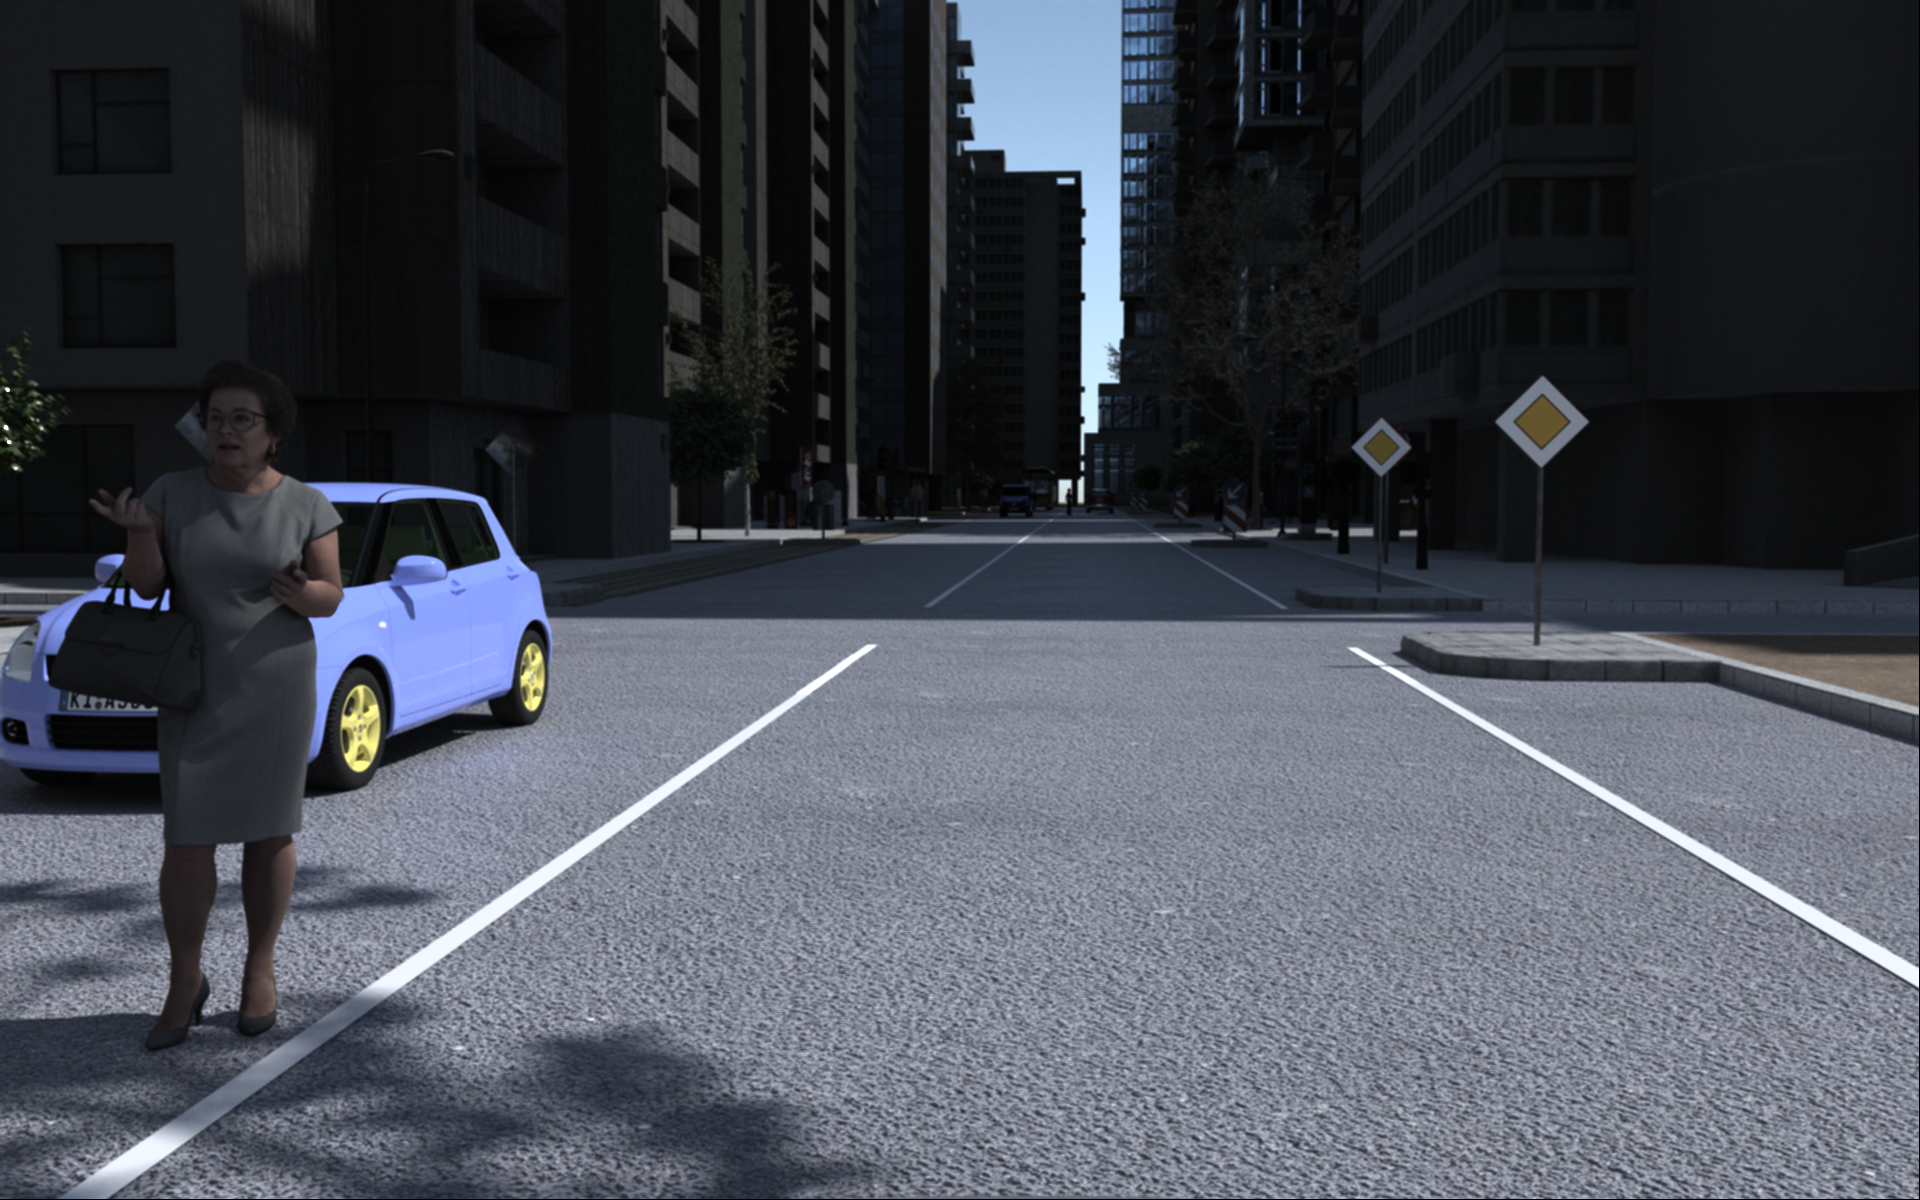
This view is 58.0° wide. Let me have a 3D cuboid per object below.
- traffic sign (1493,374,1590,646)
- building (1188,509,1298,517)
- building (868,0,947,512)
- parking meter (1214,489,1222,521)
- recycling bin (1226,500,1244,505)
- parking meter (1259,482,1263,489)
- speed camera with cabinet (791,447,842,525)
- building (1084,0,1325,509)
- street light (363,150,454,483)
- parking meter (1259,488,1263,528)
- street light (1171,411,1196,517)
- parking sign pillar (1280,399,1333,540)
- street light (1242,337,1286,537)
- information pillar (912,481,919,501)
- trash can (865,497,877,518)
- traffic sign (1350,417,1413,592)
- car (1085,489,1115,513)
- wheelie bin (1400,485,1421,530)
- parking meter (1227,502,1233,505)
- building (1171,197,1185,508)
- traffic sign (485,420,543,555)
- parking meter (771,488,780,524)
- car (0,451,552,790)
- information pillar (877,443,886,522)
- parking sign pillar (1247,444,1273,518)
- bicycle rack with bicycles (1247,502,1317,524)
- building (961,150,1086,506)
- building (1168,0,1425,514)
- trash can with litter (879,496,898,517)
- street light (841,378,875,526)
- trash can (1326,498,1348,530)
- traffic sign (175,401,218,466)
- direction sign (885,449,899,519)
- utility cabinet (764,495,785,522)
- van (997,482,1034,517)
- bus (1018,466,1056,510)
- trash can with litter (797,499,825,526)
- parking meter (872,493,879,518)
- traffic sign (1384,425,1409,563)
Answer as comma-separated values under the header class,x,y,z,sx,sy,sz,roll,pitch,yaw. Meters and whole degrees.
class,x,y,z,sx,sy,sz,roll,pitch,yaw
traffic sign,4.885,-0.671,14.614,0.795,2.450,0.064,0,4,4
building,26.497,-48.800,110.549,22.319,86.520,31.000,0,4,4
building,-8.468,-29.320,129.485,14.600,45.320,14.200,0,4,4
parking meter,12.098,-4.448,81.129,0.372,1.533,0.369,0,3,0
recycling bin,12.725,-4.136,80.182,0.722,1.027,0.722,0,4,-3
parking meter,14.138,-4.642,81.605,0.255,1.863,0.399,0,4,2
speed camera with cabinet,-6.028,-4.791,72.669,2.038,3.252,0.660,-1,4,-21
building,29.356,-53.664,190.076,31.000,86.520,22.319,0,4,4
street light,-7.527,-3.122,23.591,1.470,5.913,1.316,0,4,4
parking meter,11.173,-3.457,64.926,0.372,1.533,0.369,0,3,0
street light,12.521,-7.616,97.066,1.470,5.913,1.316,0,4,4
parking sign pillar,9.719,-3.670,48.470,1.447,3.967,1.447,0,4,7
street light,9.033,-4.818,51.322,1.470,5.913,1.316,0,4,4
information pillar,-2.412,-5.532,94.939,0.304,2.012,0.304,-2,4,-23
trash can,-4.687,-4.873,91.326,0.748,1.137,0.748,0,3,0
traffic sign,5.476,-1.158,22.577,0.795,2.450,0.064,0,4,4
car,10.472,-7.391,129.515,2.281,1.827,5.304,0,4,4
wheelie bin,15.855,-3.265,61.291,0.693,1.594,0.980,-3,5,-39
parking meter,10.220,-3.473,65.200,0.372,1.533,0.369,0,3,0
building,27.091,-24.024,164.497,14.160,30.474,14.107,0,4,4
traffic sign,-6.035,-1.211,23.448,0.795,2.450,0.064,0,4,4
parking meter,-7.937,-4.033,74.344,0.372,1.533,0.369,0,3,0
car,-3.608,0.001,9.569,1.945,1.707,3.694,0,4,6
information pillar,-3.576,-5.343,78.716,0.183,3.616,0.504,2,4,34
parking sign pillar,16.305,-6.466,94.193,1.447,3.967,1.447,2,4,24
bicycle rack with bicycles,14.345,-3.806,75.611,2.852,0.926,2.925,-3,4,-38
building,2.296,-30.979,198.385,23.993,40.220,32.217,0,4,4
building,28.639,-29.836,142.440,22.147,44.769,28.867,0,4,4
trash can with litter,-4.005,-5.154,95.659,1.055,1.170,0.624,-2,4,-26
street light,-4.076,-5.920,69.338,1.470,5.913,1.316,0,4,4
trash can,13.350,-3.040,61.365,0.748,1.137,0.748,0,3,0
traffic sign,-6.626,-0.724,15.485,0.795,2.450,0.064,0,4,4
direction sign,-3.494,-5.855,87.731,0.876,3.537,0.379,1,4,23
utility cabinet,-8.444,-4.158,79.146,1.020,1.237,0.306,-1,4,-14
van,3.533,-6.352,108.246,2.240,2.365,5.245,0,4,6
bus,7.009,-9.962,154.424,2.896,3.916,12.252,0,4,6
trash can with litter,-5.936,-3.535,69.181,1.055,1.170,0.624,-3,4,-38
parking meter,-4.613,-5.425,94.415,0.255,1.863,0.399,1,4,16
traffic sign,7.887,-1.950,31.995,0.768,2.556,0.104,1,4,9
